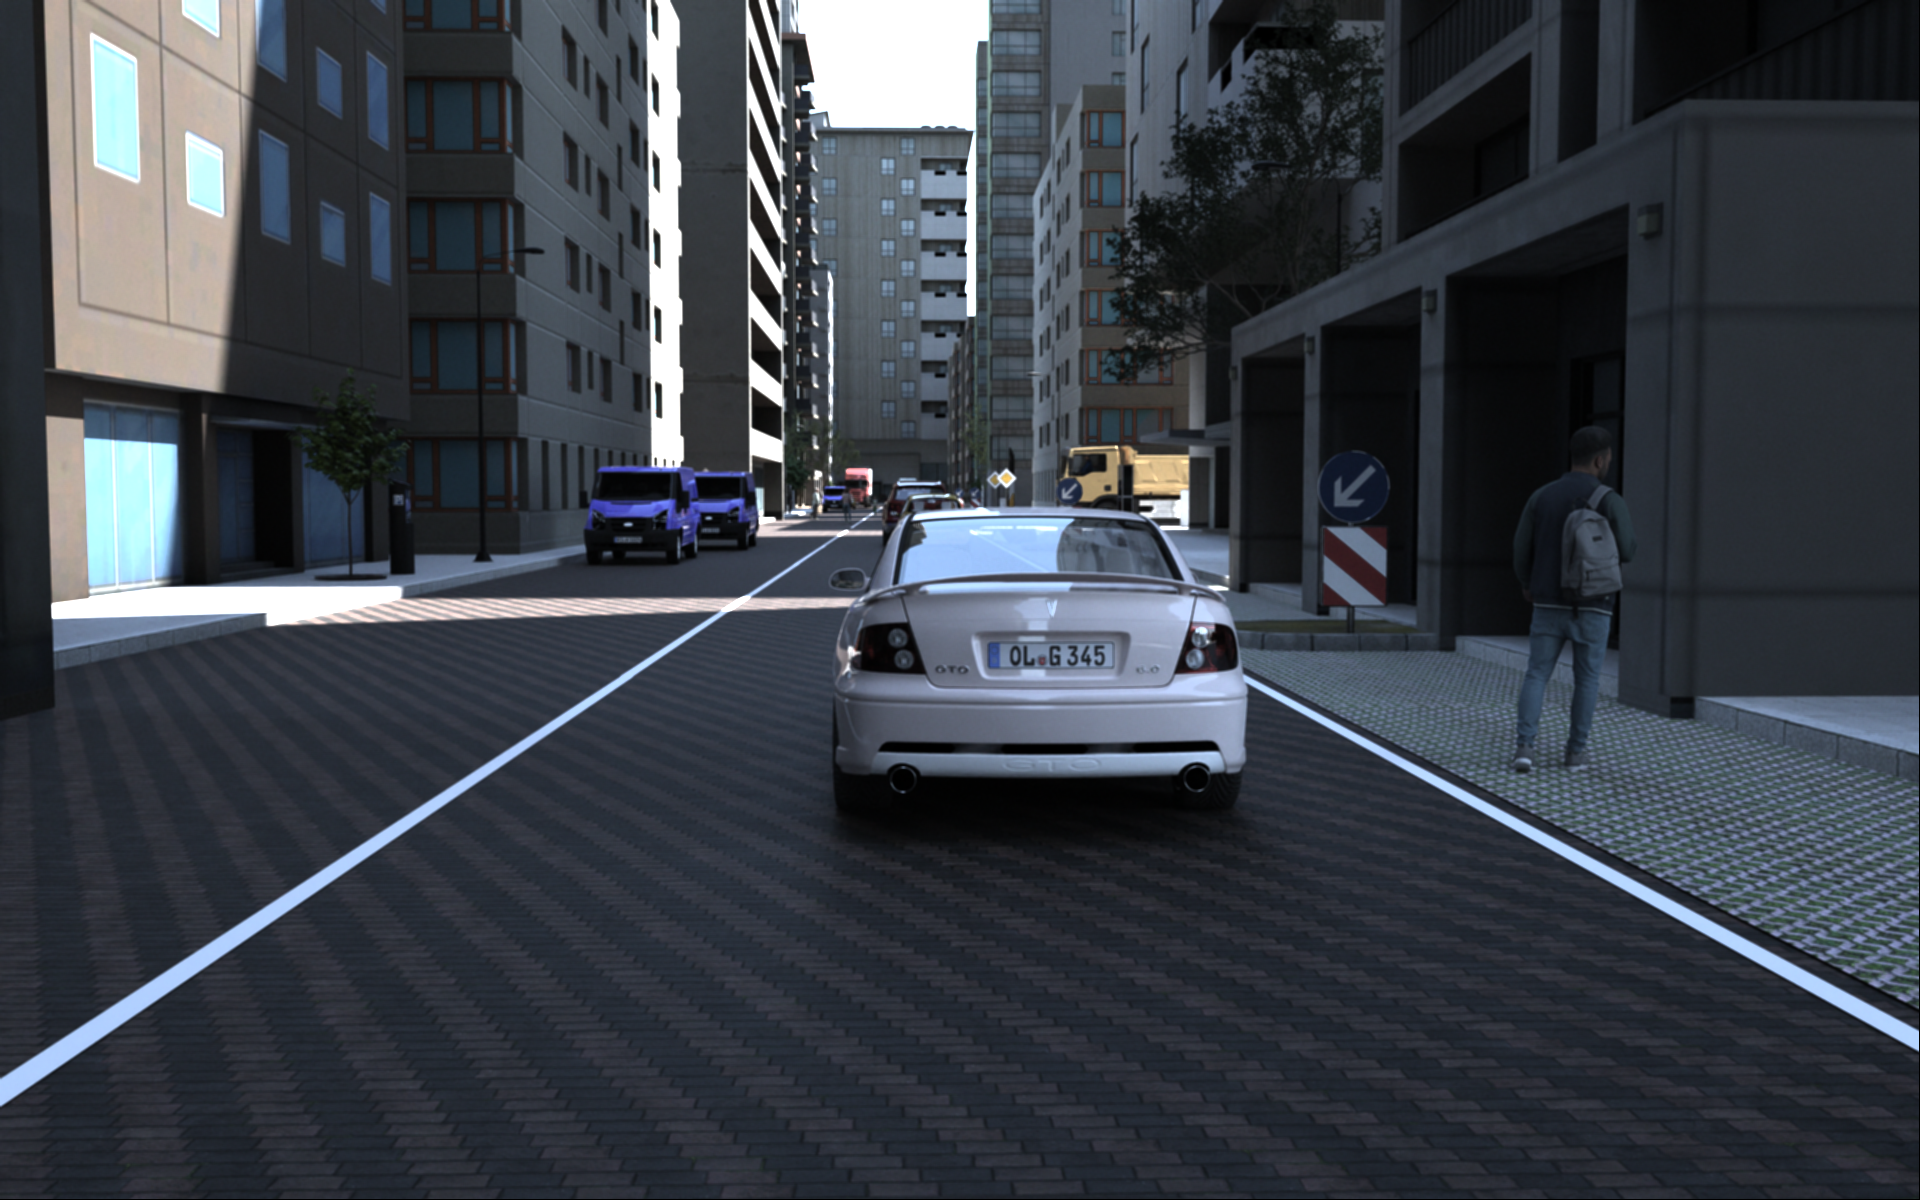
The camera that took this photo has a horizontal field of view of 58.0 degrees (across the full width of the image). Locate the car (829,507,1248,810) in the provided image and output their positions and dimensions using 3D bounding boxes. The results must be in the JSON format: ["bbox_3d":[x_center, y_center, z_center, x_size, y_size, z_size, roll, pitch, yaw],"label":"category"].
[{"bbox_3d":[0.316,0.190,9.255,2.083,1.381,4.827,0,4,-1],"label":"car"}]

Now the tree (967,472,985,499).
[{"bbox_3d":[1.658,-9.653,152.422,1.663,3.219,1.824,0,3,0],"label":"tree"}]

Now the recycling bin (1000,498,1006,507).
[{"bbox_3d":[2.760,-5.889,108.844,0.722,1.027,0.722,0,4,-7],"label":"recycling bin"}]

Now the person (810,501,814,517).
[{"bbox_3d":[-9.136,-5.799,108.336,0.505,1.210,0.382,-3,5,-42],"label":"person"}]

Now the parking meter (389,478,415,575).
[{"bbox_3d":[-8.940,-1.182,27.735,0.372,1.533,0.369,0,3,0],"label":"parking meter"}]

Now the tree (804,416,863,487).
[{"bbox_3d":[-15.429,-16.410,202.716,8.767,10.594,7.601,0,4,3],"label":"tree"}]

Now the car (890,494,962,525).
[{"bbox_3d":[-0.687,-1.957,42.227,2.015,1.641,3.980,0,4,-3],"label":"car"}]

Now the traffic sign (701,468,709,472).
[{"bbox_3d":[-9.709,-3.819,66.088,0.795,2.450,0.064,0,4,-2],"label":"traffic sign"}]

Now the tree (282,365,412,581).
[{"bbox_3d":[-9.053,-1.923,26.040,1.663,3.219,1.824,0,3,0],"label":"tree"}]

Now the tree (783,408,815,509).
[{"bbox_3d":[-14.279,-11.961,145.927,4.737,8.622,4.395,0,3,0],"label":"tree"}]

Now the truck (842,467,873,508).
[{"bbox_3d":[-10.540,-11.688,180.005,2.839,4.237,11.283,0,4,-1],"label":"truck"}]

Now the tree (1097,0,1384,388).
[{"bbox_3d":[5.885,-5.954,31.762,7.601,10.594,8.767,3,5,44],"label":"tree"}]

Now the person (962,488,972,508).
[{"bbox_3d":[0.397,-5.060,91.777,0.519,1.759,0.362,1,4,18],"label":"person"}]

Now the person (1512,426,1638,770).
[{"bbox_3d":[3.158,-0.005,8.927,0.623,1.781,0.721,2,4,24],"label":"person"}]

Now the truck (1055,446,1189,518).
[{"bbox_3d":[7.958,-4.574,70.711,9.791,3.379,3.469,0,4,-3],"label":"truck"}]

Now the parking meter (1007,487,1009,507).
[{"bbox_3d":[2.754,-5.612,97.470,0.255,1.863,0.399,2,4,26],"label":"parking meter"}]

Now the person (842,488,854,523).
[{"bbox_3d":[-5.536,-4.661,85.299,0.593,1.750,0.643,0,4,1],"label":"person"}]

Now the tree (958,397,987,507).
[{"bbox_3d":[1.956,-11.163,132.883,4.737,8.622,4.395,0,3,0],"label":"tree"}]

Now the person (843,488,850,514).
[{"bbox_3d":[-8.208,-7.201,126.035,0.655,1.846,0.447,3,4,39],"label":"person"}]

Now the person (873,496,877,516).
[{"bbox_3d":[-5.607,-6.223,114.502,0.306,1.304,0.590,1,4,11],"label":"person"}]

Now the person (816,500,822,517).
[{"bbox_3d":[-9.017,-5.939,110.623,0.505,1.210,0.382,1,4,15],"label":"person"}]

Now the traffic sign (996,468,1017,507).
[{"bbox_3d":[1.779,-3.841,66.450,0.795,2.450,0.064,0,4,-2],"label":"traffic sign"}]

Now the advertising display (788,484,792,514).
[{"bbox_3d":[-11.168,-6.633,113.656,0.123,1.923,0.974,0,4,1],"label":"advertising display"}]

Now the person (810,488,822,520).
[{"bbox_3d":[-8.056,-5.380,96.941,0.515,1.767,0.782,-2,4,-29],"label":"person"}]

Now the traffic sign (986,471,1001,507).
[{"bbox_3d":[1.513,-4.330,74.431,0.795,2.450,0.064,0,4,-2],"label":"traffic sign"}]

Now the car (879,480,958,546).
[{"bbox_3d":[-1.177,-2.491,49.398,2.281,1.827,5.304,0,4,-2],"label":"car"}]

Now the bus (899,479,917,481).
[{"bbox_3d":[-6.227,-13.307,212.430,2.948,3.499,13.247,0,3,0],"label":"bus"}]

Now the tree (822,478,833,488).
[{"bbox_3d":[-15.630,-13.051,207.979,1.663,3.219,1.824,0,3,0],"label":"tree"}]

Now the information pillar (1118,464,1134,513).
[{"bbox_3d":[4.066,-2.328,42.557,0.304,2.012,0.304,-1,4,-15],"label":"information pillar"}]

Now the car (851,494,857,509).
[{"bbox_3d":[-10.830,-9.478,165.186,2.015,1.641,3.980,0,4,-2],"label":"car"}]

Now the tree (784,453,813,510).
[{"bbox_3d":[-13.567,-9.537,139.639,4.285,4.588,4.351,0,3,0],"label":"tree"}]
